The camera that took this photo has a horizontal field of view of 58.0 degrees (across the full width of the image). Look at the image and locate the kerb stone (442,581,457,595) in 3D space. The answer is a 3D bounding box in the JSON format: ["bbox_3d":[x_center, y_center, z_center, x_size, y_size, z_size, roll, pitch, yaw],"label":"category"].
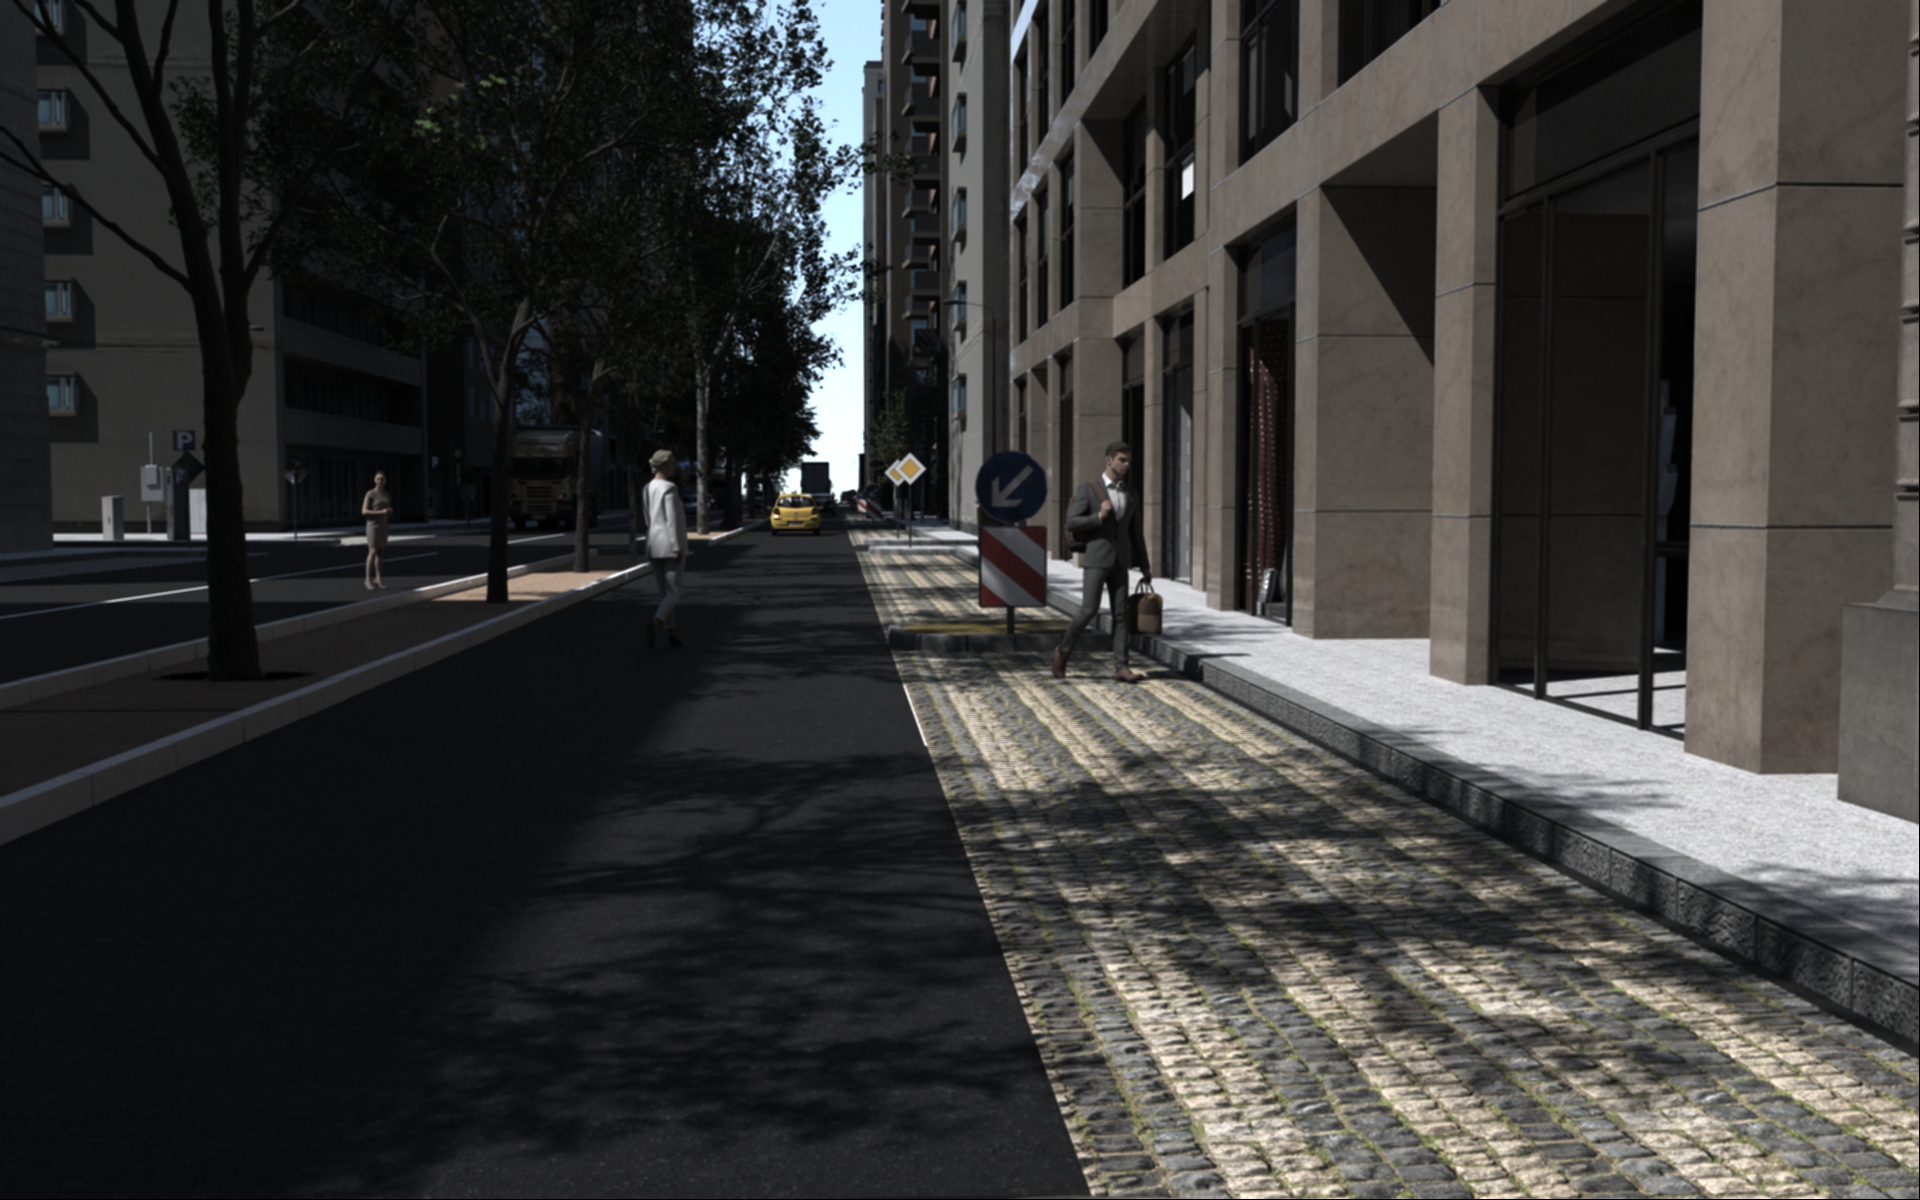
[{"bbox_3d":[-7.362,-0.145,24.639,0.120,0.150,1.000,0,4,-4],"label":"kerb stone"}]

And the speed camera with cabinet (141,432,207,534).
[{"bbox_3d":[-25.106,-3.744,55.556,2.038,3.252,0.660,0,4,-5],"label":"speed camera with cabinet"}]

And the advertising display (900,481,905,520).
[{"bbox_3d":[-2.866,-4.958,86.283,0.123,1.923,0.974,0,4,-7],"label":"advertising display"}]

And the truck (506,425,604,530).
[{"bbox_3d":[-16.902,-5.128,72.759,2.839,4.237,11.283,0,4,-5],"label":"truck"}]

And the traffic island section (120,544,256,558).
[{"bbox_3d":[-17.970,-1.105,40.353,2.009,0.180,2.903,0,4,-4],"label":"traffic island section"}]

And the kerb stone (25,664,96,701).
[{"bbox_3d":[-6.474,0.602,12.390,0.120,0.150,1.000,0,4,-4],"label":"kerb stone"}]

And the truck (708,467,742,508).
[{"bbox_3d":[-24.390,-11.706,180.302,2.839,4.237,11.283,0,4,-3],"label":"truck"}]

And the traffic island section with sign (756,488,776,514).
[{"bbox_3d":[-13.509,-7.066,123.672,2.006,1.907,1.989,0,4,-4],"label":"traffic island section with sign"}]

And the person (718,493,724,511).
[{"bbox_3d":[-19.065,-8.100,141.020,1.350,1.814,0.705,0,4,7],"label":"person"}]

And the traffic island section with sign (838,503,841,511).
[{"bbox_3d":[-9.328,-8.604,149.297,1.989,1.847,2.006,0,4,-4],"label":"traffic island section with sign"}]

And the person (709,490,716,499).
[{"bbox_3d":[-24.823,-10.071,172.797,0.705,1.869,1.348,2,4,26],"label":"person"}]

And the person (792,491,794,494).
[{"bbox_3d":[-19.358,-11.640,199.531,0.721,1.743,1.217,3,5,39],"label":"person"}]

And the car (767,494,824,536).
[{"bbox_3d":[-5.780,-3.094,60.812,2.015,1.641,3.980,0,4,-6],"label":"car"}]

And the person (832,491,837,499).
[{"bbox_3d":[-19.065,-15.435,260.877,0.705,1.823,1.348,3,5,44],"label":"person"}]

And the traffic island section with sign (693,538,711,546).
[{"bbox_3d":[-8.062,-2.483,48.730,2.006,1.907,1.989,0,4,-4],"label":"traffic island section with sign"}]

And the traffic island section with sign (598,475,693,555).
[{"bbox_3d":[-7.536,-2.031,41.342,2.006,1.907,1.989,0,4,-4],"label":"traffic island section with sign"}]

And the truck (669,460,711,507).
[{"bbox_3d":[-22.210,-9.361,142.812,2.967,4.110,18.799,0,4,-6],"label":"truck"}]

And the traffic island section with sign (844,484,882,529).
[{"bbox_3d":[-3.707,-3.872,71.936,1.989,1.847,2.006,0,4,-4],"label":"traffic island section with sign"}]

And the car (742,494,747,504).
[{"bbox_3d":[-28.093,-13.066,225.636,2.014,1.417,4.499,0,4,-5],"label":"car"}]

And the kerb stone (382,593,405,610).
[{"bbox_3d":[-7.134,0.038,21.579,0.120,0.150,1.000,0,4,-4],"label":"kerb stone"}]

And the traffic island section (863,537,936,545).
[{"bbox_3d":[-1.750,-1.666,49.527,2.009,0.180,2.903,0,4,-4],"label":"traffic island section"}]

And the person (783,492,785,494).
[{"bbox_3d":[-19.919,-11.427,196.256,0.530,1.710,0.541,1,4,12],"label":"person"}]

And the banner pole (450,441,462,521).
[{"bbox_3d":[-23.881,-5.628,82.031,0.401,3.779,0.863,2,4,31],"label":"banner pole"}]

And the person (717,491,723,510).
[{"bbox_3d":[-21.215,-8.801,153.313,0.541,1.710,0.530,-1,4,-21],"label":"person"}]

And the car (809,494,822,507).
[{"bbox_3d":[-9.181,-5.625,102.189,2.015,1.641,3.980,0,4,-4],"label":"car"}]

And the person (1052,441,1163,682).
[{"bbox_3d":[1.115,-0.290,13.199,0.622,1.834,0.822,-3,4,-37],"label":"person"}]

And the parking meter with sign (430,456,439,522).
[{"bbox_3d":[-25.069,-5.142,80.336,1.738,3.016,0.543,1,4,18],"label":"parking meter with sign"}]

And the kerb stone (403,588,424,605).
[{"bbox_3d":[-7.205,-0.024,22.599,0.120,0.150,1.000,0,4,-4],"label":"kerb stone"}]

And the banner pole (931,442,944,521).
[{"bbox_3d":[-1.124,-5.736,83.805,0.863,3.779,0.401,3,5,43],"label":"banner pole"}]

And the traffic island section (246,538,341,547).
[{"bbox_3d":[-18.548,-1.592,48.317,2.009,0.180,2.903,0,4,-4],"label":"traffic island section"}]

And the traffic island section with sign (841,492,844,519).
[{"bbox_3d":[-5.661,-5.516,98.821,1.989,1.847,2.006,0,4,-4],"label":"traffic island section with sign"}]

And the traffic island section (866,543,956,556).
[{"bbox_3d":[-1.172,-1.179,41.562,2.009,0.180,2.903,0,4,-4],"label":"traffic island section"}]

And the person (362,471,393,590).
[{"bbox_3d":[-8.749,-1.054,26.074,0.374,1.781,0.599,2,4,28],"label":"person"}]

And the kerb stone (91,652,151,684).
[{"bbox_3d":[-6.548,0.540,13.410,0.120,0.150,1.000,0,4,-4],"label":"kerb stone"}]

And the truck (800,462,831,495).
[{"bbox_3d":[-13.034,-10.232,156.209,2.839,4.237,11.283,0,4,-5],"label":"truck"}]

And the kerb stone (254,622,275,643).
[{"bbox_3d":[-6.766,0.350,16.478,0.120,0.150,1.000,0,4,-4],"label":"kerb stone"}]

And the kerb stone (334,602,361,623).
[{"bbox_3d":[-6.985,0.162,19.540,0.120,0.150,1.000,0,4,-4],"label":"kerb stone"}]

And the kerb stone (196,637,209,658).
[{"bbox_3d":[-6.684,0.412,15.459,0.120,0.150,1.000,0,4,-4],"label":"kerb stone"}]

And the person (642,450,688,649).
[{"bbox_3d":[-2.759,-0.466,15.996,0.514,1.842,0.818,1,4,23],"label":"person"}]

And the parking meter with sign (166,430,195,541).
[{"bbox_3d":[-21.771,-3.179,48.237,0.543,3.016,1.738,-3,4,-37],"label":"parking meter with sign"}]

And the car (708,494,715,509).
[{"bbox_3d":[-24.052,-9.246,163.169,2.014,1.417,4.499,0,4,-5],"label":"car"}]

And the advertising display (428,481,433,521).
[{"bbox_3d":[-25.976,-4.804,83.758,0.974,1.923,0.123,1,4,12],"label":"advertising display"}]

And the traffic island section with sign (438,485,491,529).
[{"bbox_3d":[-20.201,-3.815,71.002,1.989,1.847,2.006,0,4,-4],"label":"traffic island section with sign"}]

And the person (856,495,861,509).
[{"bbox_3d":[-8.950,-8.845,153.667,0.990,1.755,0.434,-2,4,-28],"label":"person"}]

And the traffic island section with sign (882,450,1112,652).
[{"bbox_3d":[0.310,-0.483,16.520,1.989,1.847,2.006,0,4,-4],"label":"traffic island section with sign"}]

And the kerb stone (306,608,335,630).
[{"bbox_3d":[-6.913,0.225,18.517,0.120,0.150,1.000,0,4,-4],"label":"kerb stone"}]

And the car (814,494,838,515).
[{"bbox_3d":[-9.338,-6.474,117.650,2.131,1.459,4.920,0,4,-4],"label":"car"}]

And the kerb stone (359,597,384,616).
[{"bbox_3d":[-7.063,0.100,20.560,0.120,0.150,1.000,0,4,-4],"label":"kerb stone"}]

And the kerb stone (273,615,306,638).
[{"bbox_3d":[-6.843,0.287,17.497,0.120,0.150,1.000,0,4,-4],"label":"kerb stone"}]

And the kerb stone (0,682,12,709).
[{"bbox_3d":[-6.396,0.666,11.365,0.120,0.150,1.000,0,4,-4],"label":"kerb stone"}]

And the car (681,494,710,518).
[{"bbox_3d":[-15.908,-5.592,103.434,2.014,1.417,4.499,0,4,-3],"label":"car"}]

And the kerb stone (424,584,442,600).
[{"bbox_3d":[-7.278,-0.087,23.619,0.120,0.150,1.000,0,4,-4],"label":"kerb stone"}]

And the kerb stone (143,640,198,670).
[{"bbox_3d":[-6.619,0.474,14.439,0.120,0.150,1.000,0,4,-4],"label":"kerb stone"}]

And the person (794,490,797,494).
[{"bbox_3d":[-17.408,-10.770,184.456,0.599,1.838,0.709,0,4,-1],"label":"person"}]
